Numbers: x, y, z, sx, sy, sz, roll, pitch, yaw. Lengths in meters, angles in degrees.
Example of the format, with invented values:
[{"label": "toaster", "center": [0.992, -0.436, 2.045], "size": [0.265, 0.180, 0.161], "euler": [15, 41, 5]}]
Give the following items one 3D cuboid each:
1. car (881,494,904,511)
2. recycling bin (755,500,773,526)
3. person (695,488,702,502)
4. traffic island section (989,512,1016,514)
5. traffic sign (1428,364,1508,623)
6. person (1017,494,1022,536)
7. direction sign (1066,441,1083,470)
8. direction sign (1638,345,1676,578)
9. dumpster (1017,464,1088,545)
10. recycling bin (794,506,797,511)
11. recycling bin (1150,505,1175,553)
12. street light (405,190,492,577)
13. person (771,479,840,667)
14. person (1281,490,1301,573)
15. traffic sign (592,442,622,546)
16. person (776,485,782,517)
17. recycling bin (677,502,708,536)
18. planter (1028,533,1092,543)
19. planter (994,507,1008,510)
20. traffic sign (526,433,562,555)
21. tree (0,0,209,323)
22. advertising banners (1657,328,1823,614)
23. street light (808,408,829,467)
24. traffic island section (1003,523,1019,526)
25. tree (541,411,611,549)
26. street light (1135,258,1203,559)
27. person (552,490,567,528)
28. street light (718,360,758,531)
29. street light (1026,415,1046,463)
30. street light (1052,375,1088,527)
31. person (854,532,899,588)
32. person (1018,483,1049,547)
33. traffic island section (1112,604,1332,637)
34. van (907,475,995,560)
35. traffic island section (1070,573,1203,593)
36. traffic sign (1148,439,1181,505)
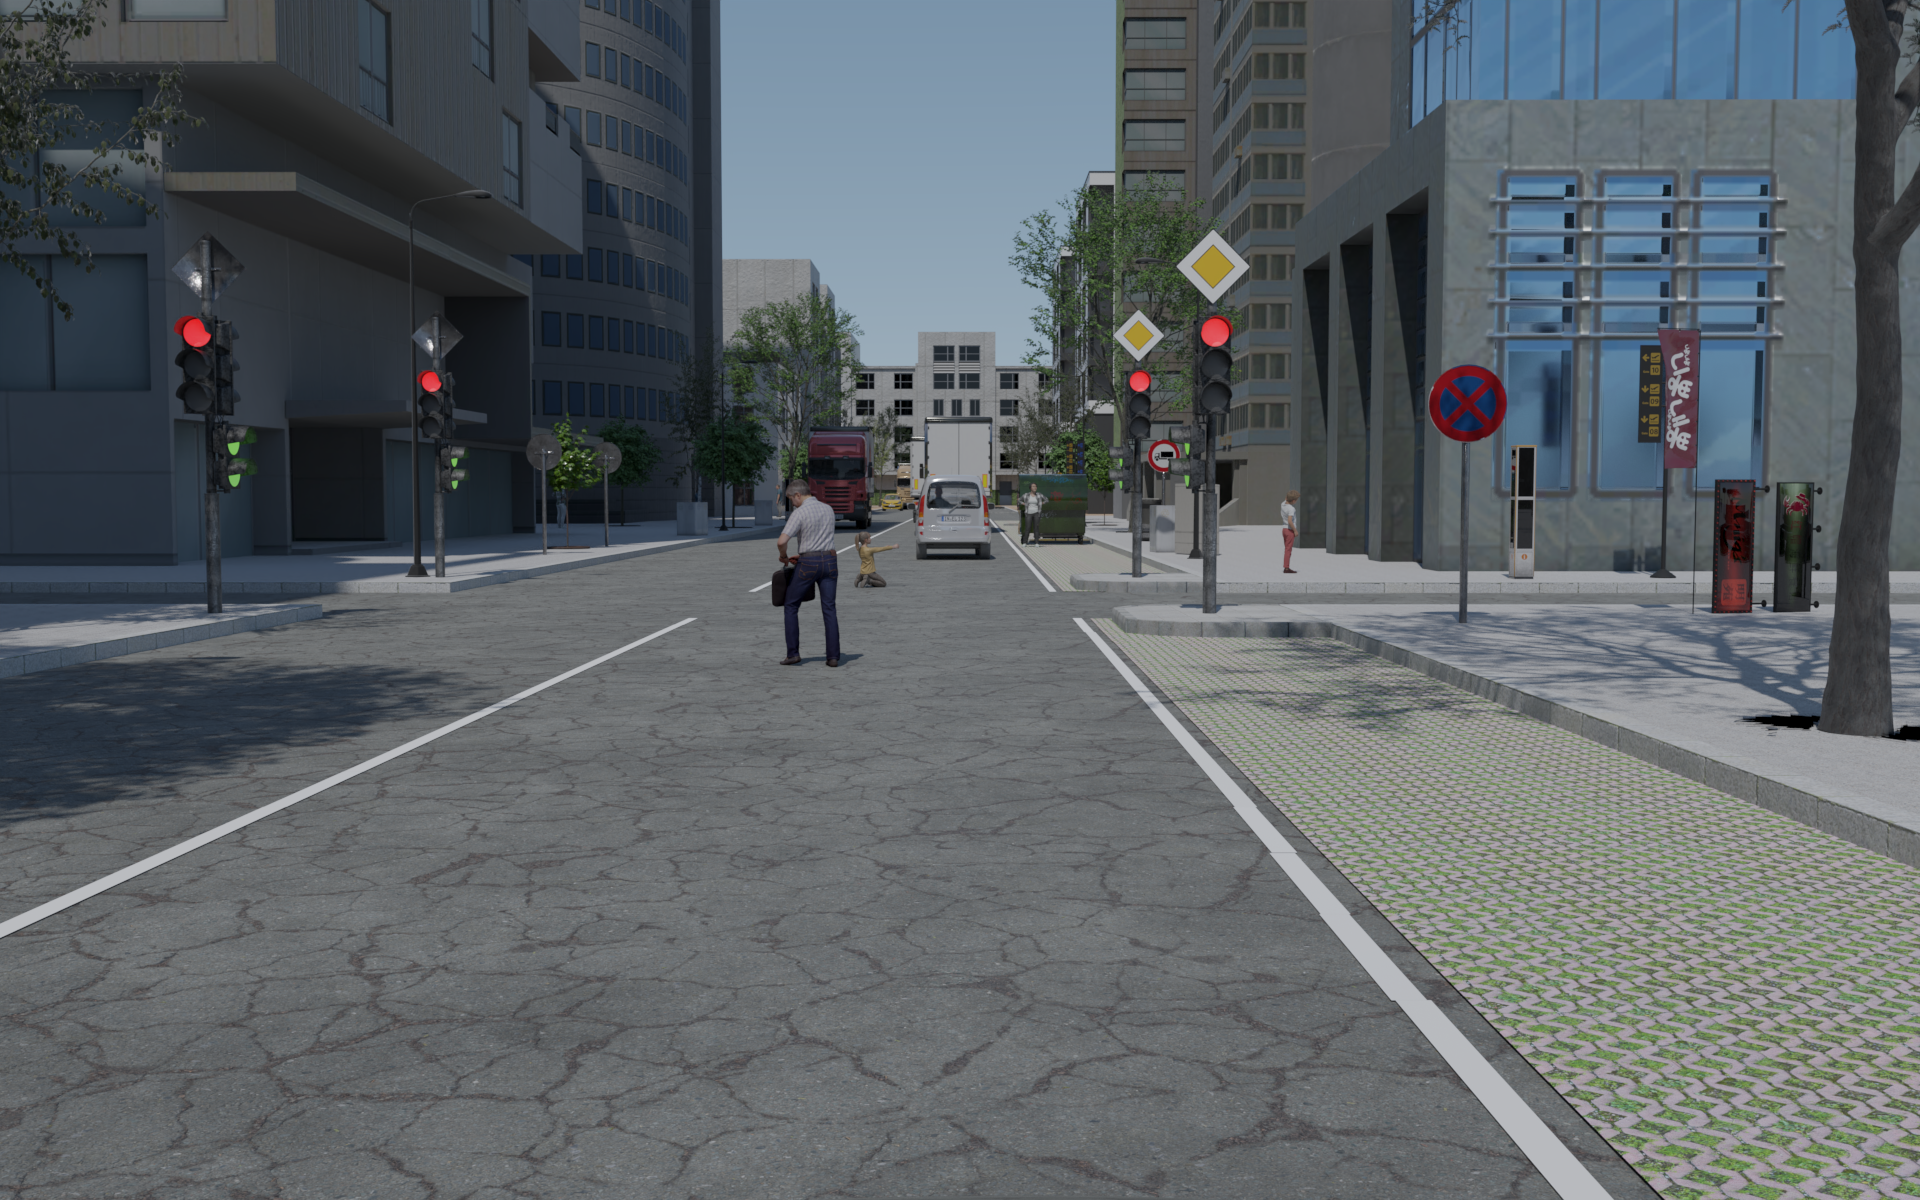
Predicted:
[{"label": "car", "center": [-5.716, -8.370, 147.074], "size": [2.015, 1.641, 3.980], "euler": [0, 3, 0]}, {"label": "recycling bin", "center": [-8.044, -3.573, 70.975], "size": [0.722, 1.027, 0.722], "euler": [0, 4, -5]}, {"label": "person", "center": [-12.075, -4.404, 80.264], "size": [0.499, 1.552, 0.429], "euler": [-3, 5, -42]}, {"label": "traffic island section", "center": [3.175, -6.457, 128.441], "size": [1.991, 0.108, 1.994], "euler": [0, 4, 0]}, {"label": "traffic sign", "center": [4.997, -1.041, 17.129], "size": [0.768, 2.556, 0.104], "euler": [0, 4, 5]}, {"label": "person", "center": [2.124, -3.051, 58.507], "size": [0.434, 1.807, 0.598], "euler": [1, 4, 19]}, {"label": "direction sign", "center": [4.883, -4.984, 73.482], "size": [0.876, 3.537, 0.379], "euler": [2, 4, 35]}, {"label": "direction sign", "center": [10.762, -2.105, 26.408], "size": [0.876, 3.537, 0.379], "euler": [0, 4, -3]}, {"label": "dumpster", "center": [2.597, -2.678, 48.738], "size": [1.985, 2.255, 1.502], "euler": [0, 3, 0]}, {"label": "recycling bin", "center": [-8.579, -4.764, 90.445], "size": [0.722, 1.027, 0.722], "euler": [1, 4, 16]}, {"label": "recycling bin", "center": [4.617, -1.573, 38.281], "size": [0.722, 1.027, 0.722], "euler": [0, 4, -6]}, {"label": "street light", "center": [-7.856, -3.308, 26.634], "size": [1.470, 5.913, 1.316], "euler": [0, 4, 0]}, {"label": "person", "center": [-1.292, -0.226, 14.410], "size": [0.614, 1.554, 0.590], "euler": [-3, 5, -44]}, {"label": "person", "center": [5.352, -1.108, 28.060], "size": [0.340, 1.345, 0.435], "euler": [-2, 4, -23]}, {"label": "traffic sign", "center": [-8.670, -2.588, 42.421], "size": [0.768, 2.556, 0.104], "euler": [0, 4, 1]}, {"label": "person", "center": [-10.047, -5.488, 95.901], "size": [0.434, 1.807, 0.598], "euler": [1, 4, 17]}, {"label": "recycling bin", "center": [-8.318, -2.523, 53.807], "size": [0.722, 1.027, 0.722], "euler": [2, 4, 24]}, {"label": "planter", "center": [2.837, -1.843, 51.279], "size": [1.991, 0.319, 1.994], "euler": [0, 4, 0]}, {"label": "planter", "center": [3.286, -8.210, 155.378], "size": [1.991, 0.319, 1.994], "euler": [0, 4, 0]}, {"label": "traffic sign", "center": [-8.752, -2.222, 36.431], "size": [0.768, 2.556, 0.104], "euler": [0, 4, 5]}, {"label": "tree", "center": [-9.075, -3.957, 15.061], "size": [4.360, 8.622, 3.978], "euler": [0, 3, 0]}, {"label": "advertising banners", "center": [8.331, -1.367, 18.541], "size": [2.074, 3.025, 0.090], "euler": [-1, 4, -14]}, {"label": "street light", "center": [-7.679, -7.417, 93.811], "size": [1.470, 5.913, 1.316], "euler": [0, 4, 0]}, {"label": "traffic island section", "center": [2.963, -3.399, 78.443], "size": [1.991, 0.108, 1.994], "euler": [0, 4, 0]}, {"label": "tree", "center": [-9.183, -2.801, 40.398], "size": [1.663, 3.219, 1.824], "euler": [0, 3, 0]}, {"label": "street light", "center": [4.139, -3.770, 34.173], "size": [1.470, 5.913, 1.316], "euler": [0, 4, 0]}, {"label": "person", "center": [-14.985, -3.565, 65.049], "size": [0.376, 1.734, 0.841], "euler": [-3, 4, -37]}, {"label": "street light", "center": [-7.702, -5.363, 60.222], "size": [1.470, 5.913, 1.316], "euler": [0, 4, 0]}, {"label": "street light", "center": [4.459, -7.878, 101.349], "size": [1.470, 5.913, 1.316], "euler": [0, 4, 0]}, {"label": "street light", "center": [4.292, -5.824, 67.761], "size": [1.470, 5.913, 1.316], "euler": [0, 4, 0]}, {"label": "person", "center": [-1.303, -0.621, 26.583], "size": [0.695, 0.859, 0.347], "euler": [-2, 4, -33]}, {"label": "person", "center": [1.951, -2.272, 46.377], "size": [0.841, 1.734, 0.376], "euler": [0, 4, 7]}, {"label": "traffic island section", "center": [2.705, 0.223, 18.636], "size": [2.009, 0.180, 2.903], "euler": [0, 4, 0]}, {"label": "van", "center": [-0.186, -1.972, 39.261], "size": [2.013, 2.044, 4.112], "euler": [0, 4, -2]}, {"label": "traffic island section", "center": [2.739, -0.265, 26.621], "size": [2.009, 0.180, 2.903], "euler": [0, 4, 0]}, {"label": "traffic sign", "center": [4.744, -2.461, 40.344], "size": [0.768, 2.556, 0.104], "euler": [0, 4, 2]}]
